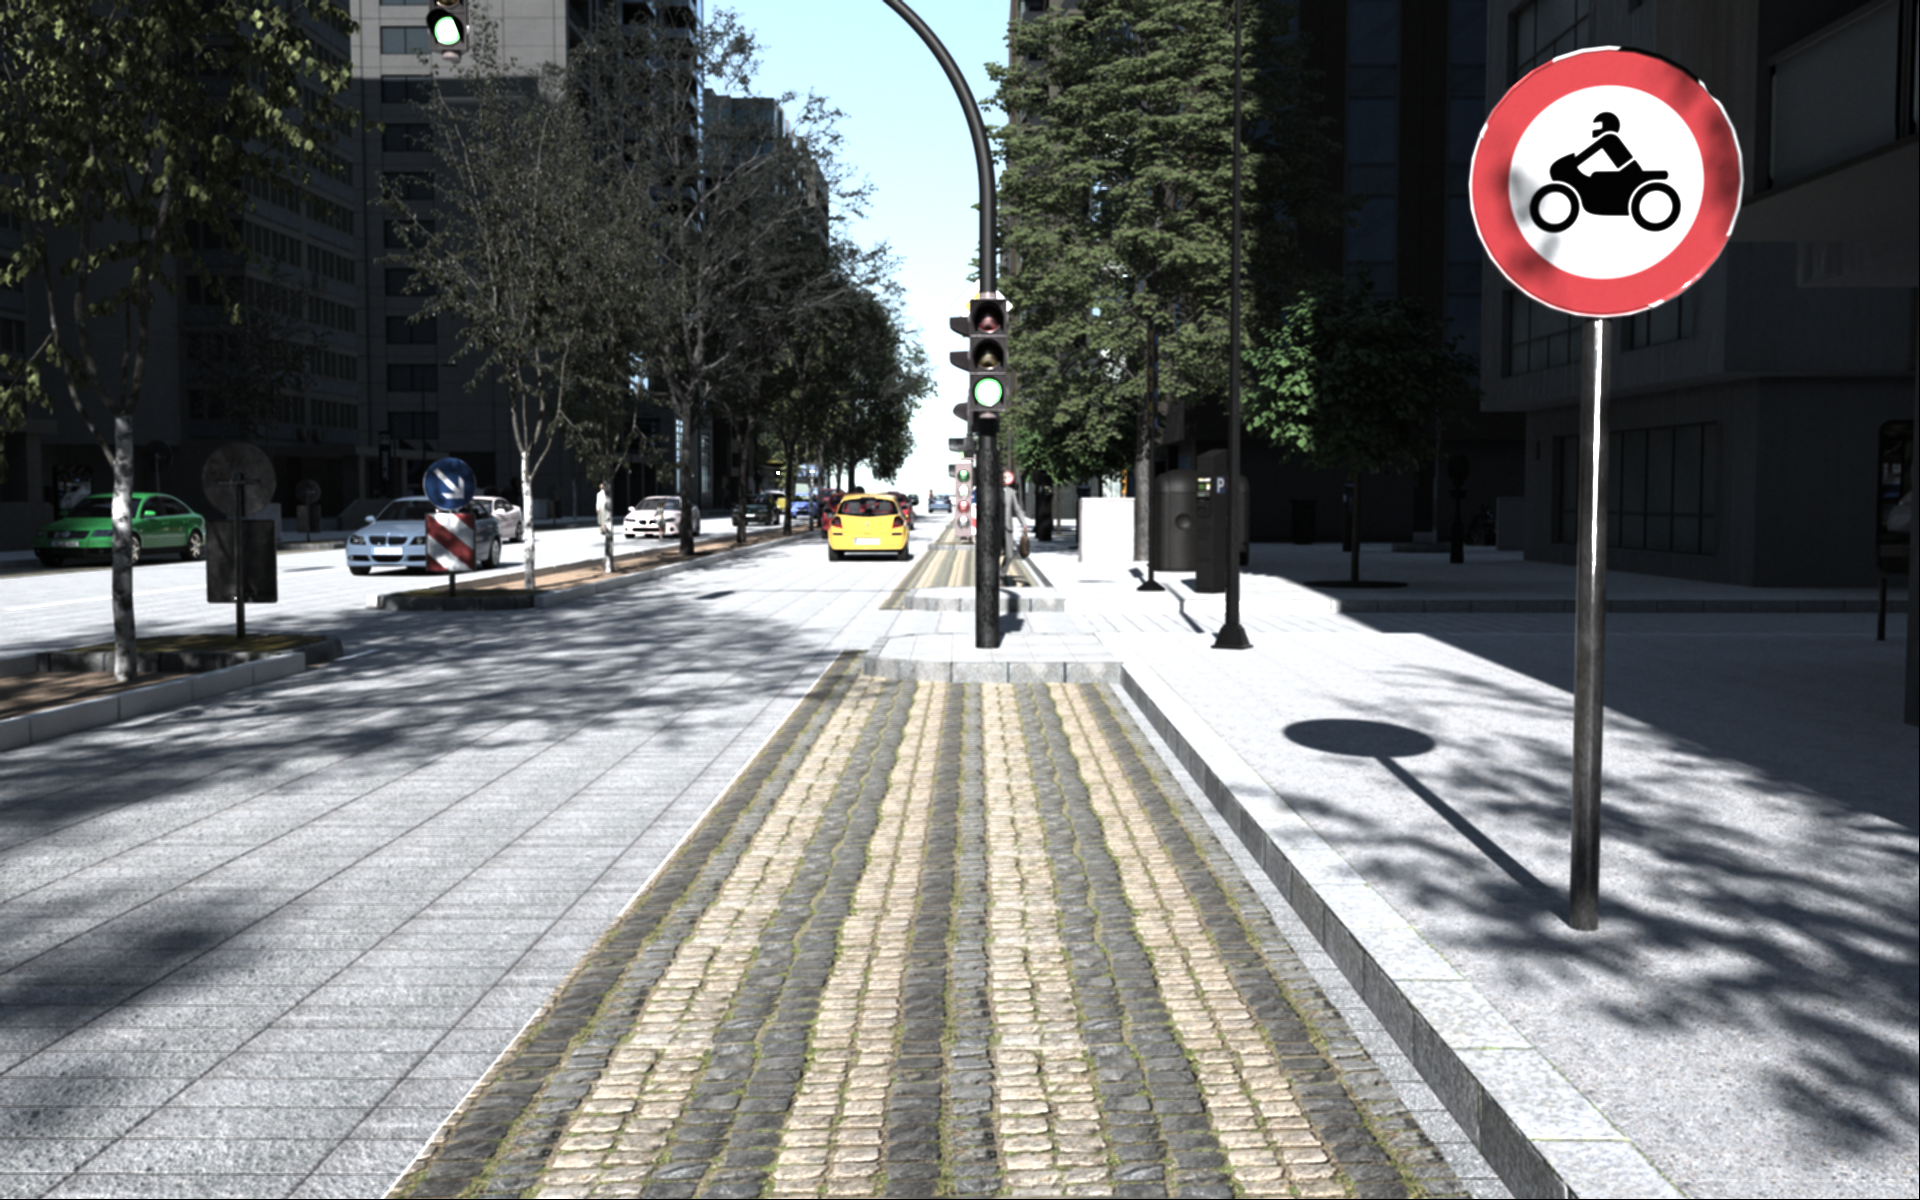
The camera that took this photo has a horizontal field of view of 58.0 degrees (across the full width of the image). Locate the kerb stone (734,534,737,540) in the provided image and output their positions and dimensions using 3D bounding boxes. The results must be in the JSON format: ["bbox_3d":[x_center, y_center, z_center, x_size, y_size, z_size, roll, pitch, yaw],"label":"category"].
[{"bbox_3d":[-7.119,-1.947,54.036,0.120,0.150,1.000,0,4,0],"label":"kerb stone"}]

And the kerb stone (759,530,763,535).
[{"bbox_3d":[-7.068,-2.324,60.188,0.120,0.150,1.000,0,4,0],"label":"kerb stone"}]

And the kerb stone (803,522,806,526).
[{"bbox_3d":[-6.941,-3.263,75.539,0.120,0.150,1.000,0,4,0],"label":"kerb stone"}]

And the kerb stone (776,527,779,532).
[{"bbox_3d":[-7.020,-2.636,65.297,0.120,0.150,1.000,0,4,0],"label":"kerb stone"}]

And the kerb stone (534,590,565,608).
[{"bbox_3d":[-5.289,-0.003,22.255,0.120,0.150,1.000,0,4,0],"label":"kerb stone"}]

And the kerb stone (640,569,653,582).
[{"bbox_3d":[-5.236,-0.379,28.394,0.120,0.150,1.000,0,4,0],"label":"kerb stone"}]

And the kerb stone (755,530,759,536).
[{"bbox_3d":[-7.074,-2.260,59.162,0.120,0.150,1.000,0,4,0],"label":"kerb stone"}]

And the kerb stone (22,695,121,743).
[{"bbox_3d":[-5.384,0.722,10.440,0.120,0.150,1.000,0,4,0],"label":"kerb stone"}]

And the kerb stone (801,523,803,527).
[{"bbox_3d":[-6.954,-3.200,74.517,0.120,0.150,1.000,0,4,0],"label":"kerb stone"}]

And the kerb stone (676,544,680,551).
[{"bbox_3d":[-7.201,-1.320,43.778,0.120,0.150,1.000,0,4,0],"label":"kerb stone"}]

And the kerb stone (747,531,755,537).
[{"bbox_3d":[-7.089,-2.198,58.140,0.120,0.150,1.000,0,4,0],"label":"kerb stone"}]

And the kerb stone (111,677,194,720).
[{"bbox_3d":[-5.370,0.656,11.463,0.120,0.150,1.000,0,4,0],"label":"kerb stone"}]

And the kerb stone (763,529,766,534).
[{"bbox_3d":[-7.057,-2.384,61.210,0.120,0.150,1.000,0,4,0],"label":"kerb stone"}]

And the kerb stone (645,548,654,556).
[{"bbox_3d":[-7.226,-1.070,39.686,0.120,0.150,1.000,0,4,0],"label":"kerb stone"}]

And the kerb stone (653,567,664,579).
[{"bbox_3d":[-5.224,-0.438,29.416,0.120,0.150,1.000,0,4,0],"label":"kerb stone"}]

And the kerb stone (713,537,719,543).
[{"bbox_3d":[-7.159,-1.696,49.929,0.120,0.150,1.000,0,4,0],"label":"kerb stone"}]

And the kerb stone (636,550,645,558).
[{"bbox_3d":[-7.245,-1.003,38.658,0.120,0.150,1.000,0,4,0],"label":"kerb stone"}]

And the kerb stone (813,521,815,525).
[{"bbox_3d":[-6.900,-3.508,79.681,0.120,0.150,1.000,0,4,0],"label":"kerb stone"}]

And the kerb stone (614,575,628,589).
[{"bbox_3d":[-5.253,-0.254,26.350,0.120,0.150,1.000,0,4,0],"label":"kerb stone"}]

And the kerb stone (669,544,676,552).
[{"bbox_3d":[-7.209,-1.257,42.754,0.120,0.150,1.000,0,4,0],"label":"kerb stone"}]

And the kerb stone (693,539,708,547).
[{"bbox_3d":[-7.173,-1.571,47.878,0.120,0.150,1.000,0,4,0],"label":"kerb stone"}]

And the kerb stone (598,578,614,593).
[{"bbox_3d":[-5.258,-0.192,25.328,0.120,0.150,1.000,0,4,0],"label":"kerb stone"}]

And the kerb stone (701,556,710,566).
[{"bbox_3d":[-5.177,-0.754,34.540,0.120,0.150,1.000,0,4,0],"label":"kerb stone"}]

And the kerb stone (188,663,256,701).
[{"bbox_3d":[-5.367,0.594,12.488,0.120,0.150,1.000,0,4,0],"label":"kerb stone"}]

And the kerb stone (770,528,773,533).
[{"bbox_3d":[-7.039,-2.511,63.254,0.120,0.150,1.000,0,4,0],"label":"kerb stone"}]

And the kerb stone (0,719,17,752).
[{"bbox_3d":[-5.392,0.786,9.417,0.120,0.150,1.000,0,4,0],"label":"kerb stone"}]

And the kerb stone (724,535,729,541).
[{"bbox_3d":[-7.127,-1.818,51.988,0.120,0.150,1.000,0,4,0],"label":"kerb stone"}]

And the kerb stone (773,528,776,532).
[{"bbox_3d":[-7.041,-2.572,64.276,0.120,0.150,1.000,0,4,0],"label":"kerb stone"}]

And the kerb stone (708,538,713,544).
[{"bbox_3d":[-7.169,-1.634,48.904,0.120,0.150,1.000,0,4,0],"label":"kerb stone"}]

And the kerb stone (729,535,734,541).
[{"bbox_3d":[-7.122,-1.883,53.014,0.120,0.150,1.000,0,4,0],"label":"kerb stone"}]

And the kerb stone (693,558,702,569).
[{"bbox_3d":[-5.188,-0.687,33.510,0.120,0.150,1.000,0,4,0],"label":"kerb stone"}]

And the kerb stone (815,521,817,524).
[{"bbox_3d":[-6.902,-3.577,80.703,0.120,0.150,1.000,0,4,0],"label":"kerb stone"}]

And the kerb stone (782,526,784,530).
[{"bbox_3d":[-7.010,-2.759,67.345,0.120,0.150,1.000,0,4,0],"label":"kerb stone"}]

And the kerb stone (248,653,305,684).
[{"bbox_3d":[-5.361,0.531,13.514,0.120,0.150,1.000,0,4,0],"label":"kerb stone"}]

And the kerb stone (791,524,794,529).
[{"bbox_3d":[-6.983,-2.949,70.422,0.120,0.150,1.000,0,4,0],"label":"kerb stone"}]

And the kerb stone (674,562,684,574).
[{"bbox_3d":[-5.204,-0.567,31.464,0.120,0.150,1.000,0,4,0],"label":"kerb stone"}]

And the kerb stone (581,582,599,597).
[{"bbox_3d":[-5.274,-0.126,24.300,0.120,0.150,1.000,0,4,0],"label":"kerb stone"}]

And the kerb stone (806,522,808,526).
[{"bbox_3d":[-6.931,-3.326,76.572,0.120,0.150,1.000,0,4,0],"label":"kerb stone"}]

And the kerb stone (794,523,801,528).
[{"bbox_3d":[-6.957,-3.137,73.488,0.120,0.150,1.000,0,4,0],"label":"kerb stone"}]

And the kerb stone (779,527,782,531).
[{"bbox_3d":[-7.020,-2.698,66.323,0.120,0.150,1.000,0,4,0],"label":"kerb stone"}]

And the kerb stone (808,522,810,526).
[{"bbox_3d":[-6.921,-3.382,77.613,0.120,0.150,1.000,0,4,0],"label":"kerb stone"}]

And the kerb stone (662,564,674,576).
[{"bbox_3d":[-5.213,-0.504,30.437,0.120,0.150,1.000,0,4,0],"label":"kerb stone"}]

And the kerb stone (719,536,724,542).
[{"bbox_3d":[-7.146,-1.759,50.966,0.120,0.150,1.000,0,4,0],"label":"kerb stone"}]

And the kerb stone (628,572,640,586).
[{"bbox_3d":[-5.247,-0.315,27.372,0.120,0.150,1.000,0,4,0],"label":"kerb stone"}]

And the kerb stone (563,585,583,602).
[{"bbox_3d":[-5.280,-0.066,23.277,0.120,0.150,1.000,0,4,0],"label":"kerb stone"}]

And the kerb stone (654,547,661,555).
[{"bbox_3d":[-7.233,-1.132,40.708,0.120,0.150,1.000,0,4,0],"label":"kerb stone"}]

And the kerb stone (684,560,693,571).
[{"bbox_3d":[-5.196,-0.629,32.487,0.120,0.150,1.000,0,4,0],"label":"kerb stone"}]

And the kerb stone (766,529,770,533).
[{"bbox_3d":[-7.050,-2.449,62.232,0.120,0.150,1.000,0,4,0],"label":"kerb stone"}]

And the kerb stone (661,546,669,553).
[{"bbox_3d":[-7.223,-1.193,41.732,0.120,0.150,1.000,0,4,0],"label":"kerb stone"}]
